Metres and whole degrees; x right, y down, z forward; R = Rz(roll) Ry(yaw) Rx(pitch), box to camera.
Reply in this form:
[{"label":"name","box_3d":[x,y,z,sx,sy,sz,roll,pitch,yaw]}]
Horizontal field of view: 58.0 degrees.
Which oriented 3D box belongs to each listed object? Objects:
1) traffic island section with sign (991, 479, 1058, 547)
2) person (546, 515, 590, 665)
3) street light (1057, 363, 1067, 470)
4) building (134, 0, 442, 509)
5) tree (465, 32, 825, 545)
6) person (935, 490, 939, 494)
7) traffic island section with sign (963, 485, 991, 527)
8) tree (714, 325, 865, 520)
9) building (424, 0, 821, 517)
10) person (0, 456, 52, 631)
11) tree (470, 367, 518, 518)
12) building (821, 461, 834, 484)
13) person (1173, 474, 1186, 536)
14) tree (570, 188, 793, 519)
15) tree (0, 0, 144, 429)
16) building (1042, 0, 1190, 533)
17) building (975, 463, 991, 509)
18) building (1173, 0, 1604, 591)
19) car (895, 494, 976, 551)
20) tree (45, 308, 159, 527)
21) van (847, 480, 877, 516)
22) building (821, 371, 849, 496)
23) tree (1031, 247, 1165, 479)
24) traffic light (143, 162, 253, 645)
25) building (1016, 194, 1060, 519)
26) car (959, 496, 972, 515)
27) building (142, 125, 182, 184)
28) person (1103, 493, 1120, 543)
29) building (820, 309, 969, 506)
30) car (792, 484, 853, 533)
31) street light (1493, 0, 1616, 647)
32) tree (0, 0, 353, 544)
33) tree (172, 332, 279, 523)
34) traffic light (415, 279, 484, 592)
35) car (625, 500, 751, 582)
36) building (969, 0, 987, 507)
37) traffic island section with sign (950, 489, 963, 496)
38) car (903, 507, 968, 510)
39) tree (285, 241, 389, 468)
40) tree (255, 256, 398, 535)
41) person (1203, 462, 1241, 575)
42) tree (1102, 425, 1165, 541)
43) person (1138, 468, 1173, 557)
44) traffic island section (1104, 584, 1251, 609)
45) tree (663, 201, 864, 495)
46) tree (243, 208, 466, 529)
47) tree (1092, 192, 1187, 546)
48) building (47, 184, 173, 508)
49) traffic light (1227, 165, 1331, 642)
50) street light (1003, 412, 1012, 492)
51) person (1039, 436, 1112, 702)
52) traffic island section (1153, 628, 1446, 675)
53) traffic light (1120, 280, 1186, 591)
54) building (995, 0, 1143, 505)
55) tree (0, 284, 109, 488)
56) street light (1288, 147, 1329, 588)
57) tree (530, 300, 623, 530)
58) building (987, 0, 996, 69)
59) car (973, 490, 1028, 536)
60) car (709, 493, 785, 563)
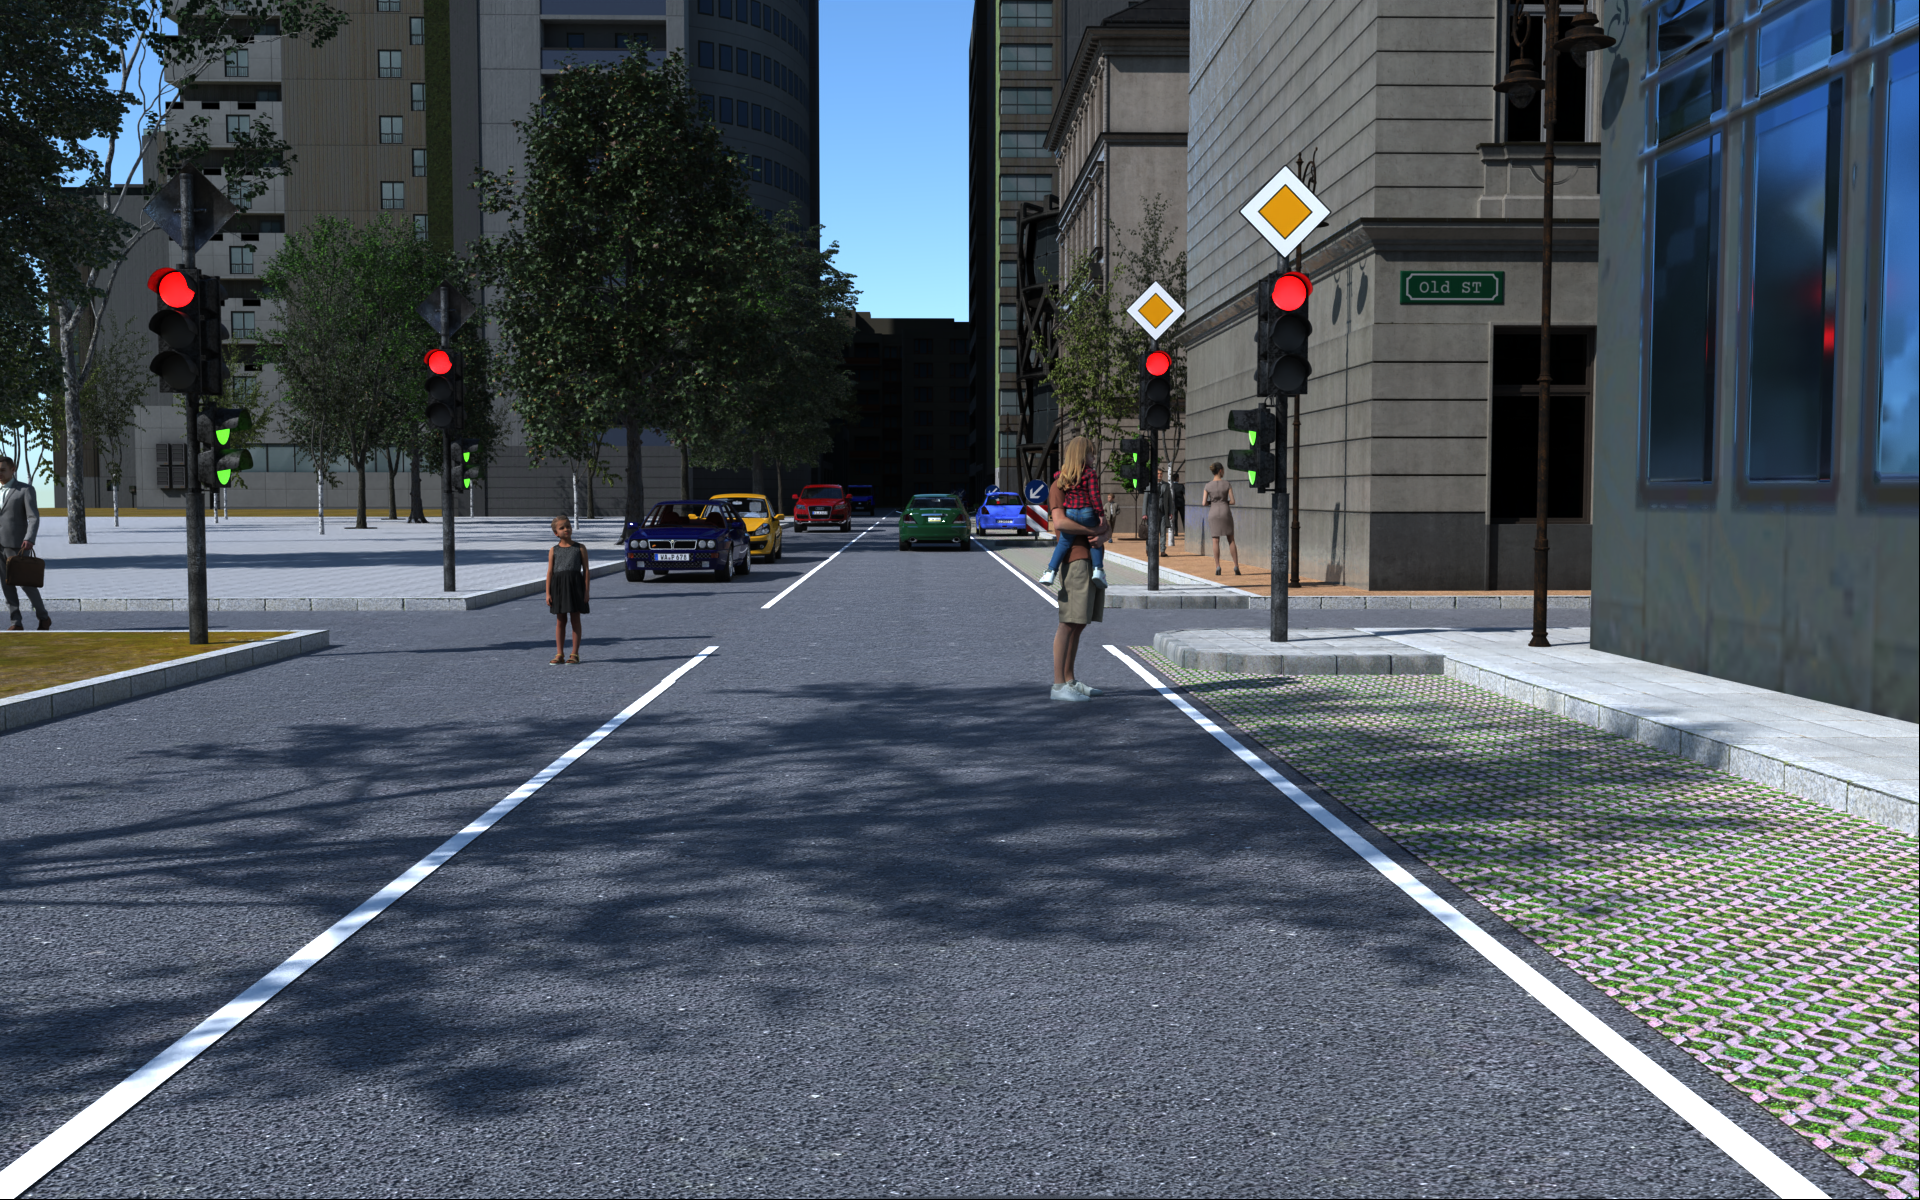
[{"label":"traffic island section with sign","box_3d":[1.963,-2.400,47.875,1.989,1.847,2.006,0,4,-1]},{"label":"person","box_3d":[-3.301,-0.087,14.592,0.362,1.253,0.373,0,4,2]},{"label":"street light","box_3d":[3.573,-5.379,60.737,0.468,5.910,1.993,0,4,-1]},{"label":"building","box_3d":[-55.572,-34.770,157.732,27.495,52.752,28.713,0,4,-1]},{"label":"tree","box_3d":[-8.247,-7.744,43.615,9.611,12.733,9.660,0,3,0]},{"label":"person","box_3d":[-1.908,-7.540,132.609,0.721,1.723,1.217,0,4,-1]},{"label":"traffic island section with sign","box_3d":[1.277,-4.049,74.822,1.989,1.847,2.006,0,4,-1]},{"label":"tree","box_3d":[-8.740,-9.224,85.232,8.767,10.594,7.601,0,4,4]},{"label":"building","box_3d":[-20.283,-34.780,110.657,21.231,58.520,28.212,0,4,-1]},{"label":"person","box_3d":[-9.616,-0.548,17.574,0.709,1.813,0.853,0,4,2]},{"label":"tree","box_3d":[-26.300,-8.784,93.978,4.360,8.622,3.978,0,3,0]},{"label":"building","box_3d":[-20.459,-42.593,134.640,20.563,71.187,20.611,0,4,-1]},{"label":"person","box_3d":[6.618,-2.882,52.534,0.648,1.900,0.474,1,4,9]},{"label":"tree","box_3d":[-8.869,-7.892,54.791,9.928,11.665,9.643,0,3,0]},{"label":"tree","box_3d":[-19.090,-7.520,29.604,9.857,13.997,8.962,0,3,0]},{"label":"building","box_3d":[9.084,-12.297,65.686,10.561,19.102,19.286,0,4,-1]},{"label":"building","box_3d":[11.884,-42.919,139.985,20.563,71.187,20.611,0,4,-1]},{"label":"building","box_3d":[26.640,-15.536,30.435,44.131,29.872,17.030,0,4,-1]},{"label":"car","box_3d":[-0.637,-2.036,45.091,2.131,1.459,4.920,0,4,0]},{"label":"tree","box_3d":[-33.433,-7.187,67.876,4.360,8.622,3.978,0,3,0]},{"label":"van","box_3d":[-6.636,-6.781,115.260,2.240,2.365,5.245,0,4,-2]},{"label":"building","box_3d":[-26.423,-51.881,160.918,31.000,86.520,22.319,0,4,-1]},{"label":"tree","box_3d":[4.071,-6.186,51.499,4.737,8.622,4.395,0,3,0]},{"label":"traffic light","box_3d":[-6.499,-1.577,14.710,0.839,4.253,0.868,0,4,-1]},{"label":"building","box_3d":[11.286,-13.624,90.196,16.820,18.784,16.811,0,4,-1]},{"label":"car","box_3d":[-0.123,-6.529,119.328,1.945,1.354,3.894,0,4,0]},{"label":"building","box_3d":[-78.380,-30.707,185.654,14.086,41.232,14.154,0,4,-1]},{"label":"person","box_3d":[3.993,-2.159,45.613,0.475,1.303,0.640,-1,4,-10]},{"label":"building","box_3d":[-11.894,-21.414,195.157,28.899,21.520,27.650,0,4,-1]},{"label":"car","box_3d":[-5.230,-3.522,66.251,2.281,1.827,5.304,0,4,-2]},{"label":"street light","box_3d":[4.886,-2.547,14.424,0.468,5.910,1.993,0,4,-1]},{"label":"tree","box_3d":[-21.847,-11.446,43.032,12.611,20.169,13.585,0,3,0]},{"label":"tree","box_3d":[-32.715,-7.703,76.301,4.737,8.622,4.395,0,3,0]},{"label":"traffic light","box_3d":[-6.703,-2.066,22.693,0.839,4.253,0.868,0,4,-1]},{"label":"car","box_3d":[-4.603,-1.038,29.547,1.945,1.354,3.894,0,4,0]},{"label":"building","box_3d":[11.800,-32.919,161.930,21.300,48.544,21.600,0,4,-1]},{"label":"traffic island section with sign","box_3d":[-0.031,-7.170,125.859,1.989,1.847,2.006,0,4,-1]},{"label":"car","box_3d":[-0.754,-2.634,52.852,2.009,1.686,4.222,0,4,0]},{"label":"tree","box_3d":[-23.930,-9.708,75.733,9.611,12.733,9.660,0,3,0]},{"label":"tree","box_3d":[-20.054,-6.389,54.815,4.360,8.622,3.978,0,3,0]},{"label":"person","box_3d":[4.134,-1.280,27.319,0.599,1.781,0.374,1,4,12]},{"label":"tree","box_3d":[4.937,-3.263,47.948,1.663,3.219,1.824,0,3,0]},{"label":"person","box_3d":[4.030,-1.793,35.456,0.694,1.812,0.767,0,4,-7]},{"label":"traffic island section","box_3d":[2.595,-0.048,23.059,2.009,0.180,2.903,0,4,-1]},{"label":"tree","box_3d":[-8.947,-10.315,75.304,9.857,13.997,8.962,0,3,0]},{"label":"tree","box_3d":[-22.138,-8.434,63.657,9.928,11.665,9.643,0,3,0]},{"label":"tree","box_3d":[5.214,-5.621,42.270,4.360,8.622,3.978,0,3,0]},{"label":"building","box_3d":[-76.556,-24.073,165.294,14.107,30.474,14.160,0,4,-1]},{"label":"traffic light","box_3d":[2.758,-1.593,14.962,0.839,4.253,0.868,0,4,-1]},{"label":"street light","box_3d":[2.691,-7.644,97.768,0.468,5.910,1.993,0,4,-1]},{"label":"person","box_3d":[0.817,-0.220,12.075,0.573,1.828,0.580,-1,4,-18]},{"label":"traffic island section","box_3d":[2.799,0.441,15.077,2.009,0.180,2.903,0,4,-1]},{"label":"traffic light","box_3d":[2.555,-2.081,22.944,0.839,4.253,0.868,0,4,-1]},{"label":"building","box_3d":[9.177,-26.022,109.056,14.154,41.232,14.086,0,4,-1]},{"label":"tree","box_3d":[-33.334,-6.853,62.403,4.737,8.622,4.395,0,3,0]},{"label":"street light","box_3d":[4.594,-3.107,23.581,0.468,5.910,1.993,0,4,-1]},{"label":"tree","box_3d":[-13.766,-6.840,62.194,4.737,8.622,4.395,0,3,0]},{"label":"building","box_3d":[9.094,-28.927,123.063,14.600,45.320,14.200,0,4,-1]},{"label":"car","box_3d":[1.431,-3.069,59.772,1.945,1.707,3.694,0,4,-2]},{"label":"car","box_3d":[-4.731,-1.637,36.996,2.015,1.641,3.980,0,4,-3]}]
